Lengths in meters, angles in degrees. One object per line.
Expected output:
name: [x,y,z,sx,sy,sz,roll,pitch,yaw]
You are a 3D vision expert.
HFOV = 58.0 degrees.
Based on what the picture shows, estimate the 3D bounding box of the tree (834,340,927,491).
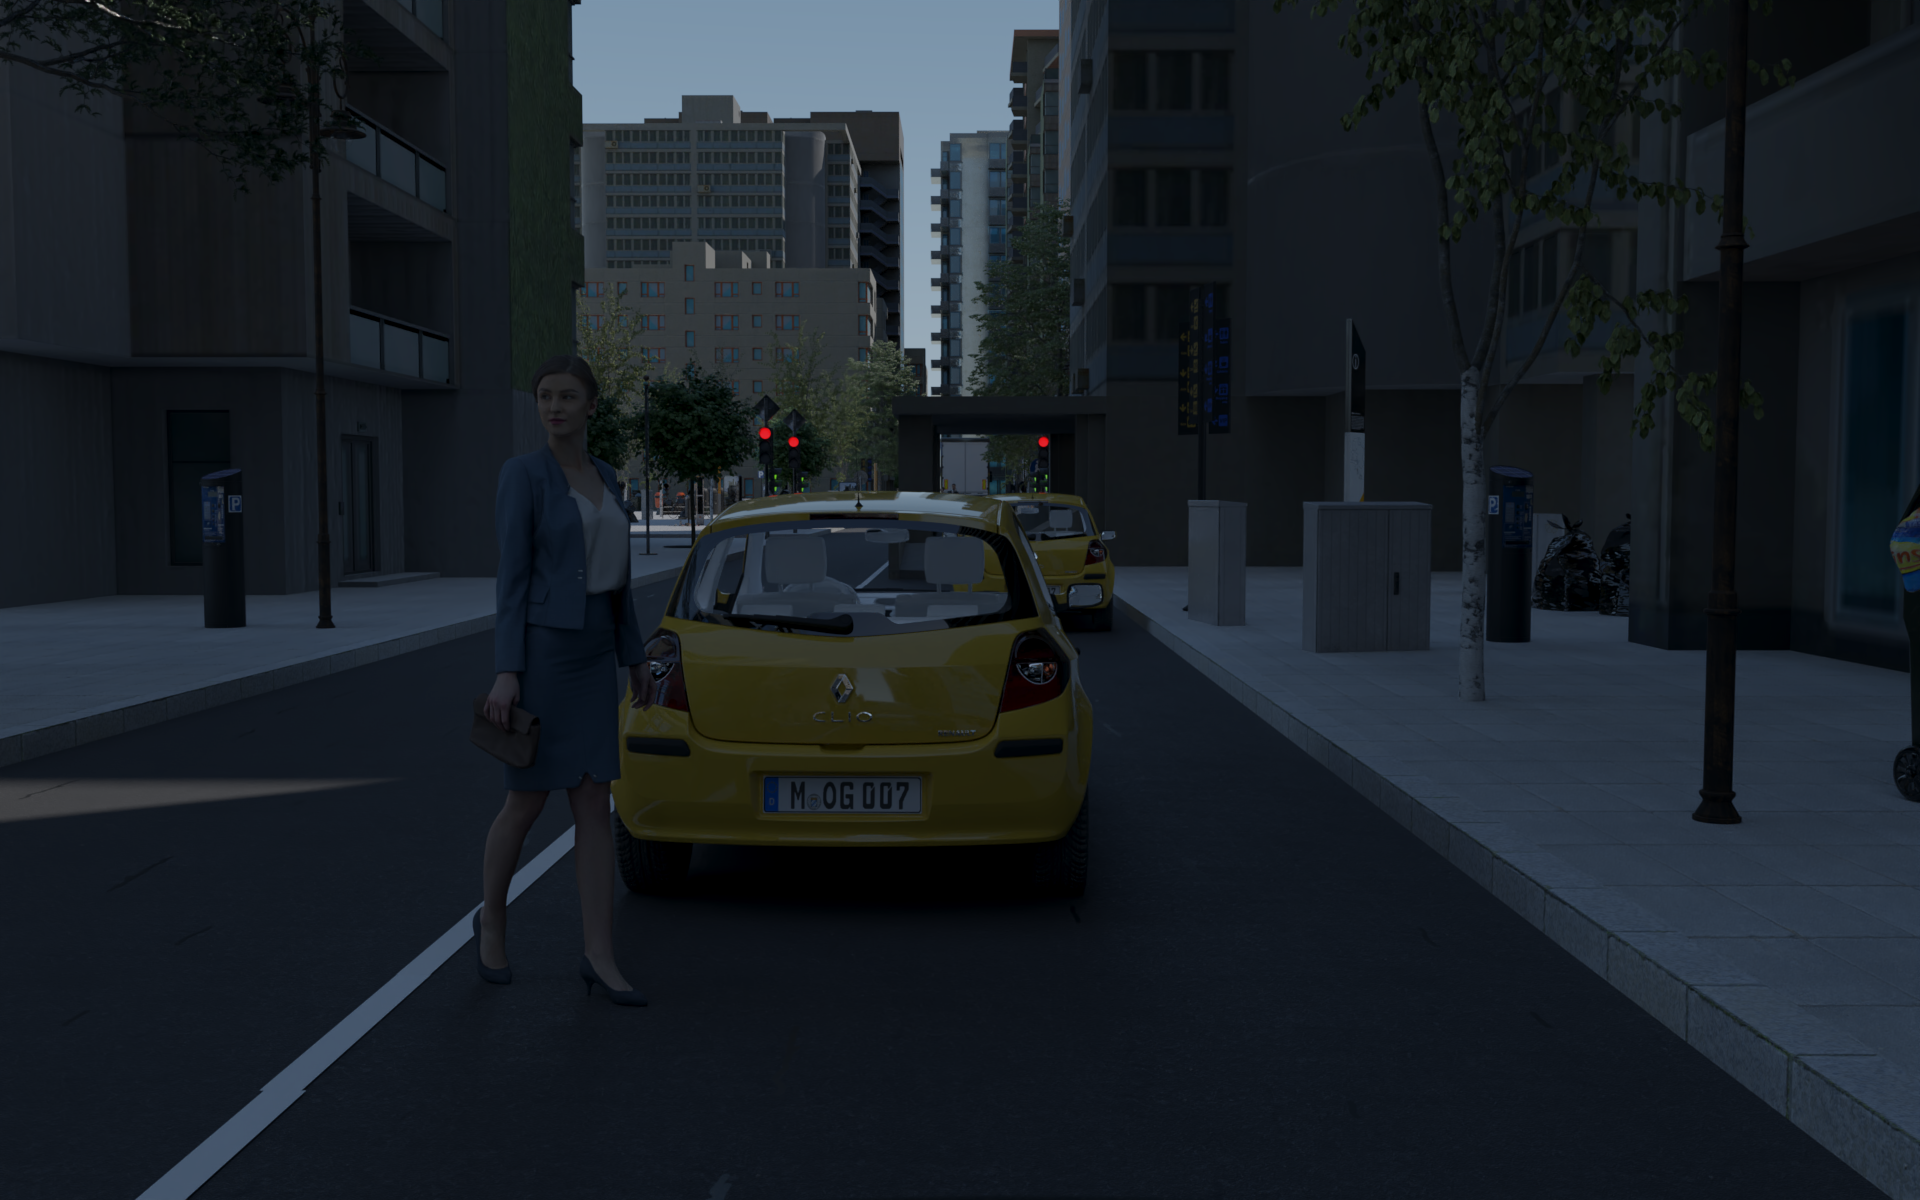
tree: [-5.568,-12.810,127.569,7.486,12.596,7.792,0,3,0]

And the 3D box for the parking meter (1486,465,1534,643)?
parking meter: [4.782,-0.407,15.064,0.372,1.533,0.369,0,3,0]

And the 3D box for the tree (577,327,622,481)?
tree: [-16.125,-7.407,71.471,4.360,8.622,3.978,0,3,0]

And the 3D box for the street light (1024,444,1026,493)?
street light: [3.341,-7.140,89.522,0.468,5.910,1.993,0,4,0]

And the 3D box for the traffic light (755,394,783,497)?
traffic light: [-5.439,-3.665,48.841,0.839,4.253,0.868,0,4,0]

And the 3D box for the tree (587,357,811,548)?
tree: [-6.473,-3.546,41.685,4.285,4.588,4.351,0,3,0]

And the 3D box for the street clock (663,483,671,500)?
street clock: [-19.489,-6.762,115.121,0.471,2.002,0.358,1,4,16]

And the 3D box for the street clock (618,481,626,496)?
street clock: [-18.191,-5.415,93.098,0.471,2.002,0.358,0,4,4]

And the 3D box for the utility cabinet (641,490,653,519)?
utility cabinet: [-15.635,-4.768,86.632,0.318,1.500,1.173,0,4,4]

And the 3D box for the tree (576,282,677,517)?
tree: [-12.404,-6.669,59.398,4.737,8.622,4.395,0,3,0]

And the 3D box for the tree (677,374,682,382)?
tree: [-16.745,-8.995,97.431,4.737,8.622,4.395,0,3,0]

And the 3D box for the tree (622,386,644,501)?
tree: [-22.781,-10.212,117.333,4.360,8.622,3.978,0,3,0]

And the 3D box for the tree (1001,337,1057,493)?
tree: [3.516,-7.915,79.777,4.360,8.622,3.978,0,3,0]

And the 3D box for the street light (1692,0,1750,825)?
street light: [2.976,-2.070,6.631,0.468,5.910,1.993,0,4,0]

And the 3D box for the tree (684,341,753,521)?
tree: [-12.020,-8.146,83.553,4.360,8.622,3.978,0,3,0]

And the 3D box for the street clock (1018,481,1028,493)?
street clock: [3.490,-5.595,96.052,0.471,2.002,0.358,-2,4,-24]

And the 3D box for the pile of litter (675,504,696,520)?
pile of litter: [-13.493,-4.494,87.448,1.719,0.858,1.176,0,4,-6]

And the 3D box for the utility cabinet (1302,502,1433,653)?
utility cabinet: [3.338,-0.185,14.189,1.020,1.237,0.306,-1,4,-14]

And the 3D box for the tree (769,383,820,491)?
tree: [-10.757,-9.952,113.076,4.360,8.622,3.978,0,3,0]

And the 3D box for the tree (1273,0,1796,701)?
tree: [3.208,-3.665,10.292,4.737,8.622,4.395,0,3,0]

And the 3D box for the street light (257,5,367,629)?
street light: [-6.076,-2.668,16.411,0.468,5.910,1.993,0,4,0]

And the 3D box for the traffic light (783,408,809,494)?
traffic light: [-5.404,-4.153,56.826,0.839,4.253,0.868,0,4,0]

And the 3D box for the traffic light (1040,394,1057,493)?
traffic light: [2.673,-3.664,48.822,0.839,4.253,0.868,0,4,0]

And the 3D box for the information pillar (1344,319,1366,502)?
information pillar: [5.327,-1.961,23.414,0.183,3.616,0.504,3,4,36]

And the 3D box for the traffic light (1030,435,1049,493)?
traffic light: [2.707,-4.152,56.807,0.839,4.253,0.868,0,4,0]

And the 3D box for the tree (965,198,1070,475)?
tree: [4.031,-9.097,66.865,7.486,12.596,7.792,0,3,0]

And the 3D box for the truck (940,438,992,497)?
truck: [0.322,-6.280,91.588,2.839,4.237,11.283,0,4,1]

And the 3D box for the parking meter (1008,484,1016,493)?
parking meter: [2.932,-5.649,98.066,0.399,1.863,0.255,-3,4,-39]

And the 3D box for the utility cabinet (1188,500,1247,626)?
utility cabinet: [2.567,-0.375,17.295,0.306,1.237,1.020,-1,4,-9]

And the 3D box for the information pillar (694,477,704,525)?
information pillar: [-10.675,-4.074,71.102,0.304,2.012,0.304,-1,4,-12]

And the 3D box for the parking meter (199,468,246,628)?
parking meter: [-7.089,-0.505,16.669,0.372,1.533,0.369,0,3,0]

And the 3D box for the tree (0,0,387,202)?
tree: [-6.805,-4.597,9.570,7.601,10.594,8.767,-1,4,-9]

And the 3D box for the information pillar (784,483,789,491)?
information pillar: [-8.631,-4.954,85.484,0.304,2.012,0.304,-1,4,-15]

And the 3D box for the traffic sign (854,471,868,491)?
traffic sign: [-5.369,-5.727,93.736,0.768,2.556,0.104,0,4,6]

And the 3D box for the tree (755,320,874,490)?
tree: [-6.923,-7.572,74.167,4.737,8.622,4.395,0,3,0]

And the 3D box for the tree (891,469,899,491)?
tree: [-6.054,-12.550,188.897,4.285,4.588,4.351,0,3,0]

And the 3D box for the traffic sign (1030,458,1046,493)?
traffic sign: [2.843,-3.744,61.328,0.768,2.556,0.104,0,4,4]

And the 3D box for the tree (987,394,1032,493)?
tree: [3.648,-9.752,109.814,4.737,8.622,4.395,0,3,0]

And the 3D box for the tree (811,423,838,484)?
tree: [-6.244,-4.885,63.585,4.285,4.588,4.351,0,3,0]

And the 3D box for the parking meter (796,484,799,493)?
parking meter: [-6.702,-3.963,70.506,0.255,1.863,0.399,1,4,14]

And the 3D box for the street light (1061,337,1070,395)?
street light: [3.096,-4.627,48.431,0.468,5.910,1.993,0,4,0]
